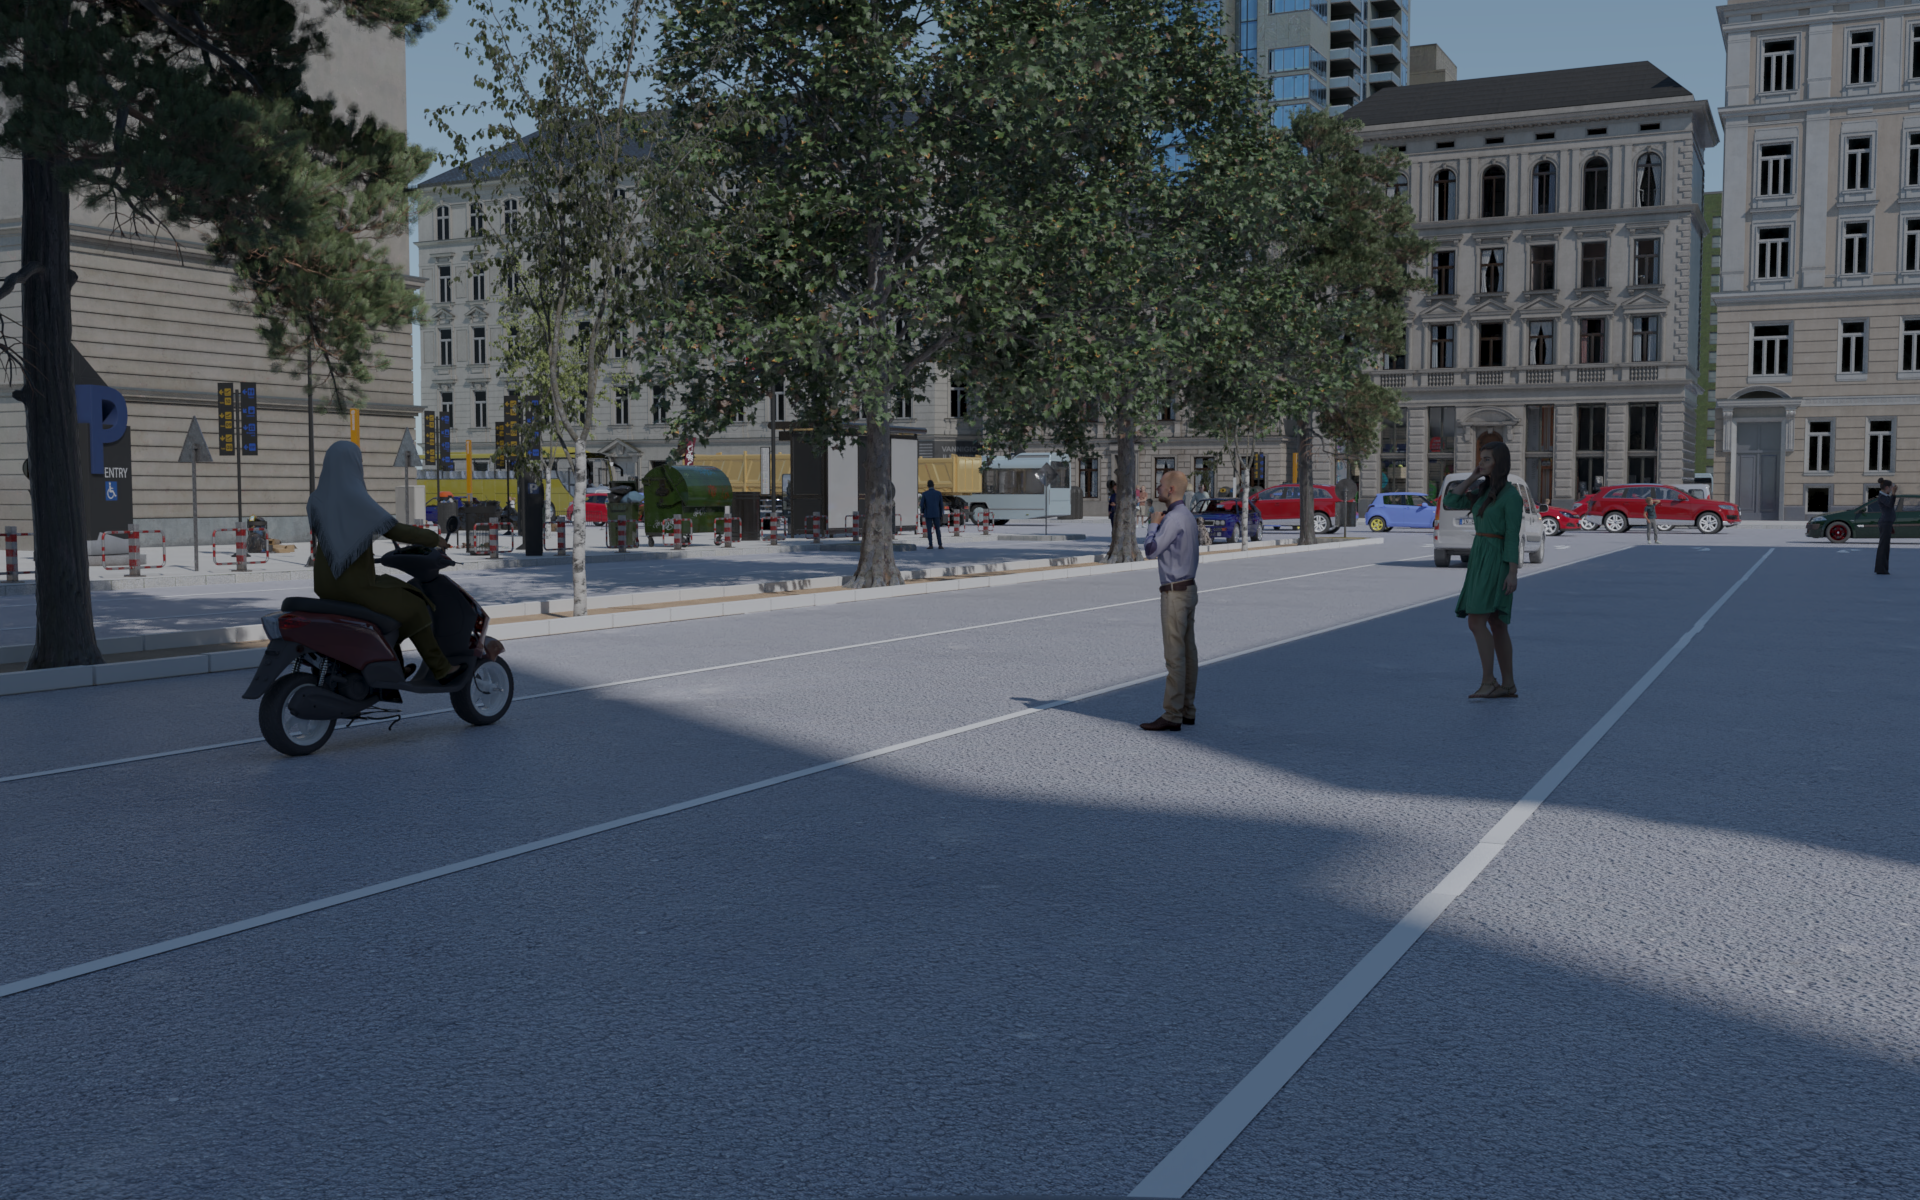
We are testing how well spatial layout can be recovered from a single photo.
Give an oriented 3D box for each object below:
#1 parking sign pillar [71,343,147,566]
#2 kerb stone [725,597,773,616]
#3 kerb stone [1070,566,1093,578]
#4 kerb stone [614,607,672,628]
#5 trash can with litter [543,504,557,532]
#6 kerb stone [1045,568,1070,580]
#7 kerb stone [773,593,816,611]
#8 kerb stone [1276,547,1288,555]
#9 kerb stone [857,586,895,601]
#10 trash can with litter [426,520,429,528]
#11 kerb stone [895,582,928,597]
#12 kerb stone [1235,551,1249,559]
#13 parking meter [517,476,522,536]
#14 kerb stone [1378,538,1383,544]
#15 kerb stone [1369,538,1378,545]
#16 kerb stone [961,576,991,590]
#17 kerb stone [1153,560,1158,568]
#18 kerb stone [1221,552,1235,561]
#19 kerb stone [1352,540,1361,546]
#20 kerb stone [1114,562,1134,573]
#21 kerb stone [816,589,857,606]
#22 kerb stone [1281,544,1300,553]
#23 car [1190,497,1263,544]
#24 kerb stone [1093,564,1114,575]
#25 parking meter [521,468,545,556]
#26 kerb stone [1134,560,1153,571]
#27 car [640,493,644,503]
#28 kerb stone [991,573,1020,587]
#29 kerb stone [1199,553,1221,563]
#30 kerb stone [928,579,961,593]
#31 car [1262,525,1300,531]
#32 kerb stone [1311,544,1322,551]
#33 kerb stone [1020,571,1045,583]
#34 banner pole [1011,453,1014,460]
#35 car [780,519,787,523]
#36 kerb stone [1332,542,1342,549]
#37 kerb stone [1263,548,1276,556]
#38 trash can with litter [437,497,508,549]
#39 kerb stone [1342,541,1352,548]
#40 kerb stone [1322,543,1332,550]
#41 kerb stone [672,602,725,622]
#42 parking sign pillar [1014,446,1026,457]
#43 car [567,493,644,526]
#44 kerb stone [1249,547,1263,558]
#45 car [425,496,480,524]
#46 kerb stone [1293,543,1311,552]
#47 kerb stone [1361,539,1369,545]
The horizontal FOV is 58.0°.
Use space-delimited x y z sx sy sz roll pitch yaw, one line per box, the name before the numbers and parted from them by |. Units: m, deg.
parking sign pillar | -15.546 -2.619 31.296 1.447 3.967 1.447 0 4 7
kerb stone | -2.600 0.085 20.803 0.120 0.150 1.000 2 4 26
kerb stone | 2.010 -0.479 30.026 0.120 0.150 1.000 2 4 26
kerb stone | -3.525 0.199 18.960 0.120 0.150 1.000 2 4 26
trash can with litter | -14.132 -2.916 59.059 1.055 1.170 0.624 1 4 9
kerb stone | 1.547 -0.422 29.101 0.120 0.150 1.000 2 4 26
kerb stone | -2.144 0.029 21.723 0.120 0.150 1.000 2 4 26
kerb stone | 7.518 -1.155 41.086 0.120 0.150 1.000 2 4 26
kerb stone | -1.218 -0.082 23.559 0.120 0.150 1.000 2 4 26
trash can with litter | -20.485 -3.294 65.243 1.055 1.170 0.624 -2 4 -33
kerb stone | -0.770 -0.136 24.491 0.120 0.150 1.000 2 4 26
kerb stone | 6.138 -0.983 38.316 0.120 0.150 1.000 2 4 26
parking meter | -13.401 -2.897 53.071 0.255 1.863 0.399 -2 4 -27
kerb stone | 12.124 -1.719 50.302 0.120 0.150 1.000 2 4 26
kerb stone | 11.665 -1.661 49.371 0.120 0.150 1.000 2 4 26
kerb stone | 0.162 -0.252 26.341 0.120 0.150 1.000 2 4 26
kerb stone | 3.834 -0.704 33.705 0.120 0.150 1.000 2 4 26
kerb stone | 5.678 -0.929 37.390 0.120 0.150 1.000 2 4 26
kerb stone | 10.749 -1.550 47.534 0.120 0.150 1.000 2 4 26
kerb stone | 2.915 -0.592 31.869 0.120 0.150 1.000 2 4 26
kerb stone | -1.681 -0.027 22.643 0.120 0.150 1.000 2 4 26
kerb stone | 7.978 -1.212 42.004 0.120 0.150 1.000 2 4 26
car | 7.541 -2.303 50.240 1.945 1.354 3.894 2 4 25
kerb stone | 2.471 -0.535 30.944 0.120 0.150 1.000 2 4 26
parking meter | -8.825 -1.849 35.936 0.399 1.863 0.255 -1 4 -12
kerb stone | 3.379 -0.648 32.785 0.120 0.150 1.000 2 4 26
car | -17.905 -5.178 94.259 3.694 1.707 1.945 2 4 25
kerb stone | 0.635 -0.305 27.262 0.120 0.150 1.000 2 4 26
kerb stone | 5.226 -0.872 36.467 0.120 0.150 1.000 2 4 26
kerb stone | -0.305 -0.193 25.406 0.120 0.150 1.000 2 4 26
car | 12.966 -3.628 68.908 1.945 1.707 3.694 2 4 26
kerb stone | 8.903 -1.318 43.847 0.120 0.150 1.000 2 4 26
kerb stone | 1.087 -0.365 28.183 0.120 0.150 1.000 2 4 26
banner pole | 3.079 -6.266 92.467 0.863 3.779 0.401 1 4 18
car | -9.400 -4.562 87.176 3.894 1.354 1.945 2 4 26
kerb stone | 9.825 -1.437 45.694 0.120 0.150 1.000 2 4 26
kerb stone | 7.062 -1.096 40.163 0.120 0.150 1.000 2 4 26
trash can with litter | -11.805 -1.826 40.915 2.233 1.210 1.678 1 4 15
kerb stone | 10.293 -1.489 46.608 0.120 0.150 1.000 2 4 26
kerb stone | 9.360 -1.378 44.766 0.120 0.150 1.000 2 4 26
kerb stone | -3.066 0.141 19.885 0.120 0.150 1.000 2 4 26
parking sign pillar | 3.370 -6.182 89.551 1.447 3.967 1.447 3 5 40
car | -15.188 -4.117 76.357 4.494 1.783 2.155 2 4 25
kerb stone | 6.605 -1.043 39.244 0.120 0.150 1.000 2 4 26
car | -23.433 -4.057 78.911 3.894 1.354 1.945 2 4 27
kerb stone | 8.437 -1.266 42.927 0.120 0.150 1.000 2 4 26
kerb stone | 11.207 -1.606 48.453 0.120 0.150 1.000 2 4 26
